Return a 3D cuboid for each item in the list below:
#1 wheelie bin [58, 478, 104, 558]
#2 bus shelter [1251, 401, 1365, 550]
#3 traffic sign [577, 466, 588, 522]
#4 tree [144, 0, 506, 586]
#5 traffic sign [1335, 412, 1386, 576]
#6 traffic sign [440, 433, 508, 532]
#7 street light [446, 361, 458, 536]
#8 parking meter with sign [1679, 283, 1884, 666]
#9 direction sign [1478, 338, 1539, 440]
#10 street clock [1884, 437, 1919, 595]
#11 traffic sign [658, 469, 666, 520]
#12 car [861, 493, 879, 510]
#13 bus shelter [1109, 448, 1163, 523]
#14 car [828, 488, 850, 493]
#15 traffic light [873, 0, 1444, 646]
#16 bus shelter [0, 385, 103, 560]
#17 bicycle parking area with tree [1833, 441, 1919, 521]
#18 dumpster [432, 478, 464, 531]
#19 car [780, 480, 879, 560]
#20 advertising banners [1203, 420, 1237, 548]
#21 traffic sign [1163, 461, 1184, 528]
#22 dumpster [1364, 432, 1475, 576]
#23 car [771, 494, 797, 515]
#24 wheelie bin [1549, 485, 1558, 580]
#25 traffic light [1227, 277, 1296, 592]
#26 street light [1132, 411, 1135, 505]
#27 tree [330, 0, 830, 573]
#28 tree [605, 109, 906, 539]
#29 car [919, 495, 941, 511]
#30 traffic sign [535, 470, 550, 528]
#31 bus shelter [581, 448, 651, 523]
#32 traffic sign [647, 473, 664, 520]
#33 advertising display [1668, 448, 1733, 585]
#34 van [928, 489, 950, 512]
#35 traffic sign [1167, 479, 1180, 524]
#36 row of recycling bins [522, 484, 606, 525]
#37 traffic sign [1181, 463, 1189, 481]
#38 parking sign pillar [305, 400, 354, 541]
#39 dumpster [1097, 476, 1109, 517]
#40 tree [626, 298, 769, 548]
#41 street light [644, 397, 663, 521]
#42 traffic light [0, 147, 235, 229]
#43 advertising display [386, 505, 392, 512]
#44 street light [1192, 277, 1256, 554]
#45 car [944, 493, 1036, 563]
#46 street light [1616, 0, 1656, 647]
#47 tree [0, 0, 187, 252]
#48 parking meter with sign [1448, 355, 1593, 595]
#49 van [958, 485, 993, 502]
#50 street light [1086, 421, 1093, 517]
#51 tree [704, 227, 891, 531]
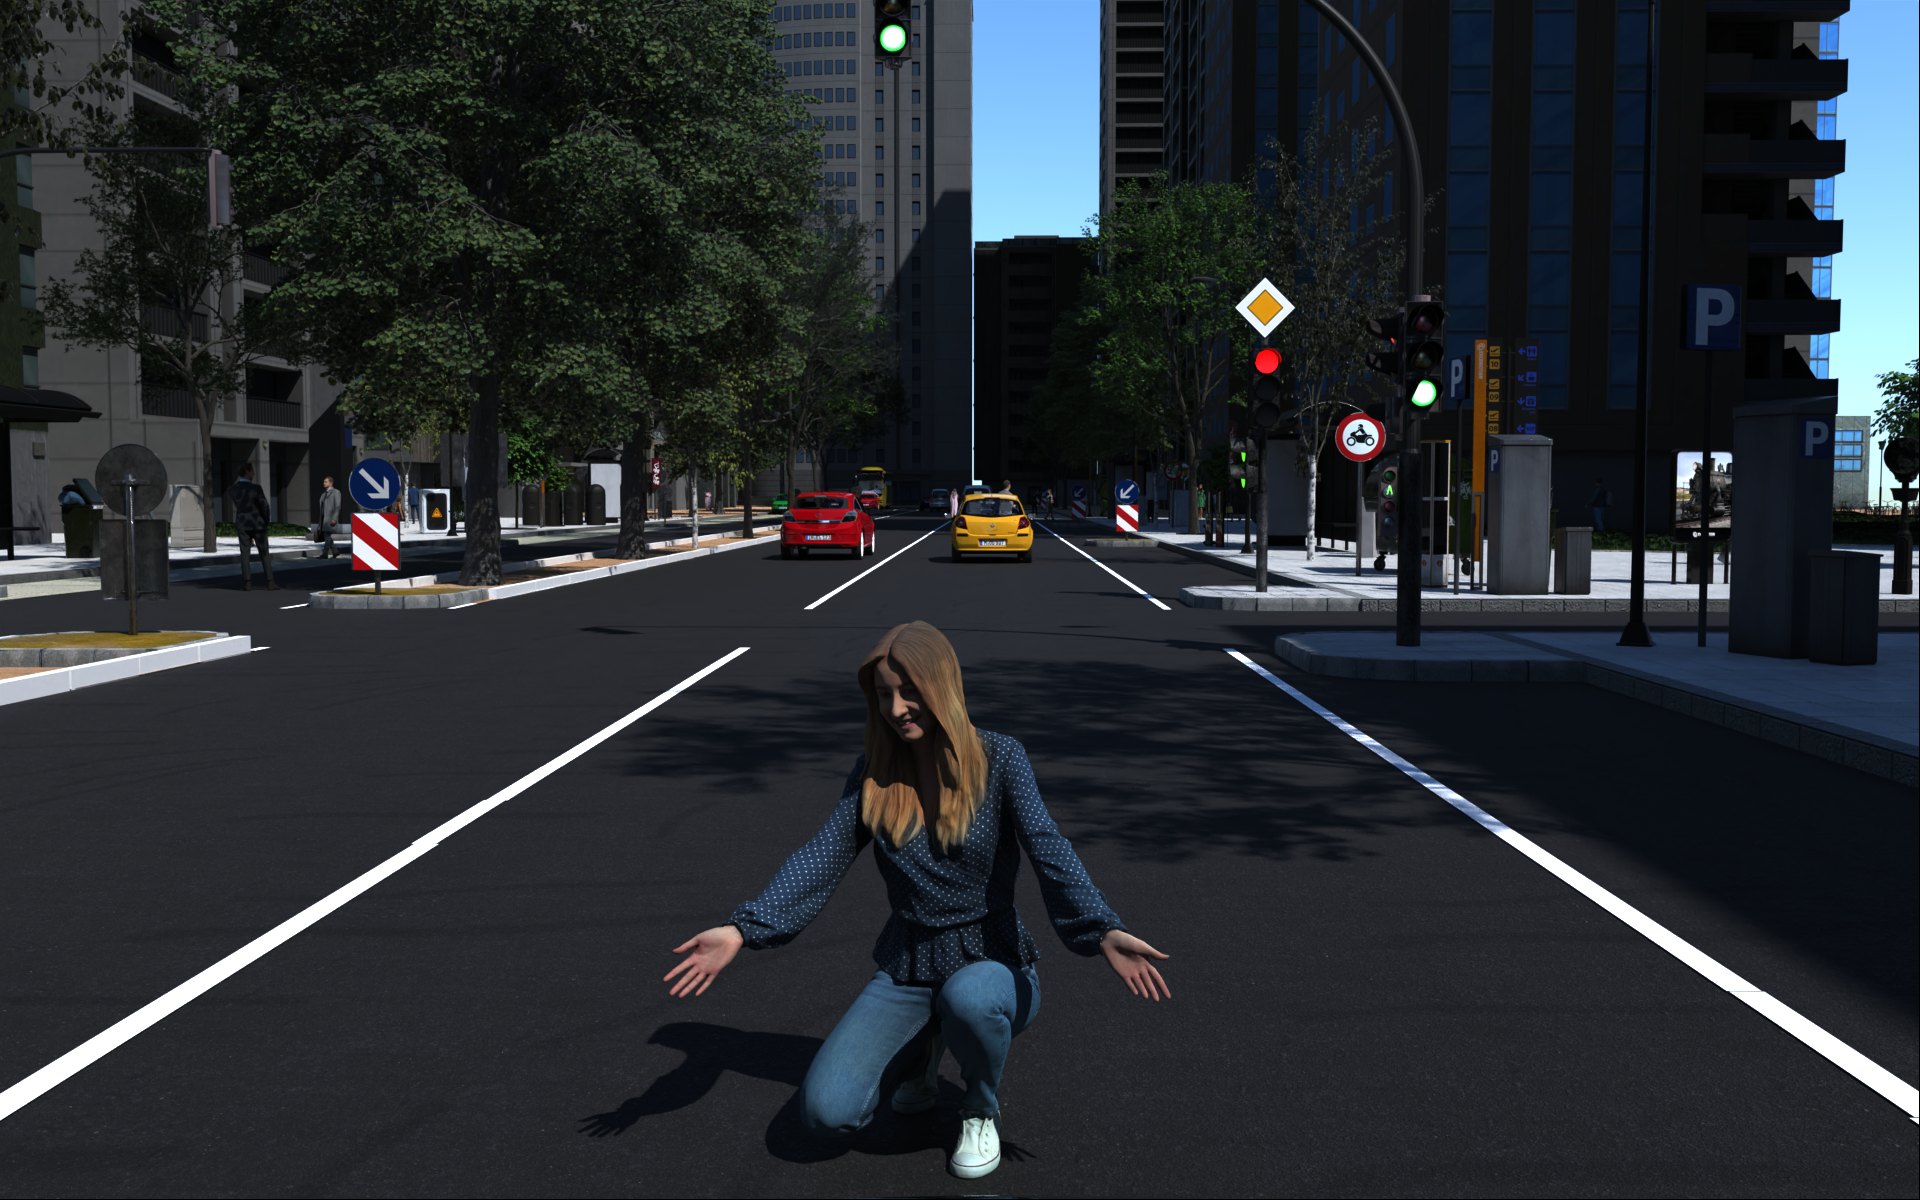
[{"bbox_3d":[-17.618,-1.640,34.720,0.693,1.594,0.980,0,4,-4],"label":"wheelie bin"},{"bbox_3d":[8.097,-2.832,40.232,2.014,3.302,5.546,0,4,1],"label":"bus shelter"},{"bbox_3d":[-17.012,-4.802,78.613,0.768,2.556,0.104,0,4,1],"label":"traffic sign"},{"bbox_3d":[-7.501,-7.198,26.803,9.857,13.997,8.962,0,3,0],"label":"tree"},{"bbox_3d":[6.235,-1.647,27.029,0.768,2.556,0.104,1,4,9],"label":"traffic sign"},{"bbox_3d":[-16.228,-3.913,57.844,2.265,3.308,0.079,0,4,2],"label":"traffic sign"},{"bbox_3d":[-14.968,-4.902,52.684,1.470,5.913,1.316,0,4,1],"label":"street light"},{"bbox_3d":[6.497,-1.066,13.697,0.543,3.016,1.738,-1,4,-18],"label":"parking meter with sign"},{"bbox_3d":[7.954,-2.031,25.209,0.876,3.537,0.379,0,4,0],"label":"direction sign"},{"bbox_3d":[12.067,-1.074,22.127,0.358,2.002,0.471,-3,5,-43],"label":"street clock"},{"bbox_3d":[-14.776,-5.187,84.914,0.768,2.556,0.104,0,4,3],"label":"traffic sign"},{"bbox_3d":[-8.134,-8.772,152.469,2.155,1.783,4.494,0,4,1],"label":"car"},{"bbox_3d":[7.939,-5.183,78.669,2.014,3.302,5.546,0,4,1],"label":"bus shelter"},{"bbox_3d":[-8.272,-6.703,118.265,2.281,1.827,5.304,0,4,2],"label":"car"},{"bbox_3d":[1.678,-2.435,14.477,4.771,5.953,1.251,0,4,1],"label":"traffic light"},{"bbox_3d":[-17.830,-2.280,31.197,2.014,3.302,5.546,0,4,1],"label":"bus shelter"},{"bbox_3d":[51.537,-6.410,91.811,9.016,4.147,8.231,-1,4,-21],"label":"bicycle parking area with tree"},{"bbox_3d":[-17.051,-3.470,59.223,1.502,2.255,1.985,0,4,1],"label":"dumpster"},{"bbox_3d":[-2.950,-1.846,39.219,2.155,1.783,4.494,0,4,2],"label":"car"},{"bbox_3d":[6.275,-2.789,41.787,0.090,3.025,2.074,-1,4,-12],"label":"advertising banners"},{"bbox_3d":[8.060,-4.001,65.529,0.768,2.556,0.104,0,4,2],"label":"traffic sign"},{"bbox_3d":[7.483,-1.562,28.030,1.502,2.255,1.985,0,4,1],"label":"dumpster"},{"bbox_3d":[-12.044,-6.852,120.825,1.959,1.807,4.718,0,4,2],"label":"car"},{"bbox_3d":[7.830,-0.984,24.003,0.693,1.594,0.980,-1,4,-14],"label":"wheelie bin"},{"bbox_3d":[3.928,-2.058,22.561,0.839,4.253,0.868,0,4,1],"label":"traffic light"},{"bbox_3d":[6.243,-5.812,67.571,1.470,5.913,1.316,0,4,1],"label":"street light"},{"bbox_3d":[-7.208,-7.857,37.570,9.857,13.997,8.962,0,3,0],"label":"tree"},{"bbox_3d":[-6.758,-8.690,54.907,12.009,13.543,11.850,0,3,0],"label":"tree"},{"bbox_3d":[-2.516,-8.273,147.849,1.945,1.354,3.894,0,4,2],"label":"car"},{"bbox_3d":[-15.826,-3.991,65.358,0.768,2.556,0.104,1,4,10],"label":"traffic sign"},{"bbox_3d":[-15.571,-5.186,78.720,2.014,3.302,5.546,0,4,1],"label":"bus shelter"},{"bbox_3d":[-14.898,-5.170,84.537,0.884,2.594,0.081,0,4,5],"label":"traffic sign"},{"bbox_3d":[10.540,-1.187,24.623,0.974,1.923,0.123,-1,4,-13],"label":"advertising display"},{"bbox_3d":[-1.601,-8.134,140.005,2.013,2.044,4.112,0,4,0],"label":"van"},{"bbox_3d":[9.003,-4.553,74.450,0.884,2.594,0.081,0,4,3],"label":"traffic sign"},{"bbox_3d":[-16.312,-3.927,71.315,3.534,1.692,1.069,0,4,5],"label":"row of recycling bins"},{"bbox_3d":[9.265,-4.384,71.411,0.795,2.593,0.064,0,4,8],"label":"traffic sign"},{"bbox_3d":[-17.419,-3.640,47.984,1.447,3.967,1.447,2,4,30],"label":"parking sign pillar"},{"bbox_3d":[8.411,-5.718,95.978,1.502,2.255,1.985,0,4,1],"label":"dumpster"},{"bbox_3d":[-6.936,-5.645,45.112,4.737,8.622,4.395,0,3,0],"label":"tree"},{"bbox_3d":[-14.457,-6.728,82.551,1.470,5.913,1.316,0,4,1],"label":"street light"},{"bbox_3d":[-12.036,-2.950,22.894,4.771,5.953,1.251,0,4,1],"label":"traffic light"},{"bbox_3d":[-15.830,-2.619,48.037,0.123,1.923,0.974,-1,4,-16],"label":"advertising display"},{"bbox_3d":[5.659,-3.954,37.189,1.470,5.913,1.316,0,4,1],"label":"street light"},{"bbox_3d":[0.655,-1.663,37.409,2.015,1.641,3.980,0,4,0],"label":"car"},{"bbox_3d":[5.197,-2.569,14.537,1.470,5.913,1.316,0,4,1],"label":"street light"},{"bbox_3d":[-7.595,-3.602,11.705,4.360,8.622,3.978,0,3,0],"label":"tree"},{"bbox_3d":[7.147,-1.578,22.054,1.738,3.016,0.543,0,4,-5],"label":"parking meter with sign"},{"bbox_3d":[0.893,-4.617,82.498,2.013,2.044,4.112,0,4,2],"label":"van"},{"bbox_3d":[6.761,-7.639,97.438,1.470,5.913,1.316,0,4,1],"label":"street light"},{"bbox_3d":[-6.427,-8.442,66.242,9.928,11.665,9.643,0,3,0],"label":"tree"}]
